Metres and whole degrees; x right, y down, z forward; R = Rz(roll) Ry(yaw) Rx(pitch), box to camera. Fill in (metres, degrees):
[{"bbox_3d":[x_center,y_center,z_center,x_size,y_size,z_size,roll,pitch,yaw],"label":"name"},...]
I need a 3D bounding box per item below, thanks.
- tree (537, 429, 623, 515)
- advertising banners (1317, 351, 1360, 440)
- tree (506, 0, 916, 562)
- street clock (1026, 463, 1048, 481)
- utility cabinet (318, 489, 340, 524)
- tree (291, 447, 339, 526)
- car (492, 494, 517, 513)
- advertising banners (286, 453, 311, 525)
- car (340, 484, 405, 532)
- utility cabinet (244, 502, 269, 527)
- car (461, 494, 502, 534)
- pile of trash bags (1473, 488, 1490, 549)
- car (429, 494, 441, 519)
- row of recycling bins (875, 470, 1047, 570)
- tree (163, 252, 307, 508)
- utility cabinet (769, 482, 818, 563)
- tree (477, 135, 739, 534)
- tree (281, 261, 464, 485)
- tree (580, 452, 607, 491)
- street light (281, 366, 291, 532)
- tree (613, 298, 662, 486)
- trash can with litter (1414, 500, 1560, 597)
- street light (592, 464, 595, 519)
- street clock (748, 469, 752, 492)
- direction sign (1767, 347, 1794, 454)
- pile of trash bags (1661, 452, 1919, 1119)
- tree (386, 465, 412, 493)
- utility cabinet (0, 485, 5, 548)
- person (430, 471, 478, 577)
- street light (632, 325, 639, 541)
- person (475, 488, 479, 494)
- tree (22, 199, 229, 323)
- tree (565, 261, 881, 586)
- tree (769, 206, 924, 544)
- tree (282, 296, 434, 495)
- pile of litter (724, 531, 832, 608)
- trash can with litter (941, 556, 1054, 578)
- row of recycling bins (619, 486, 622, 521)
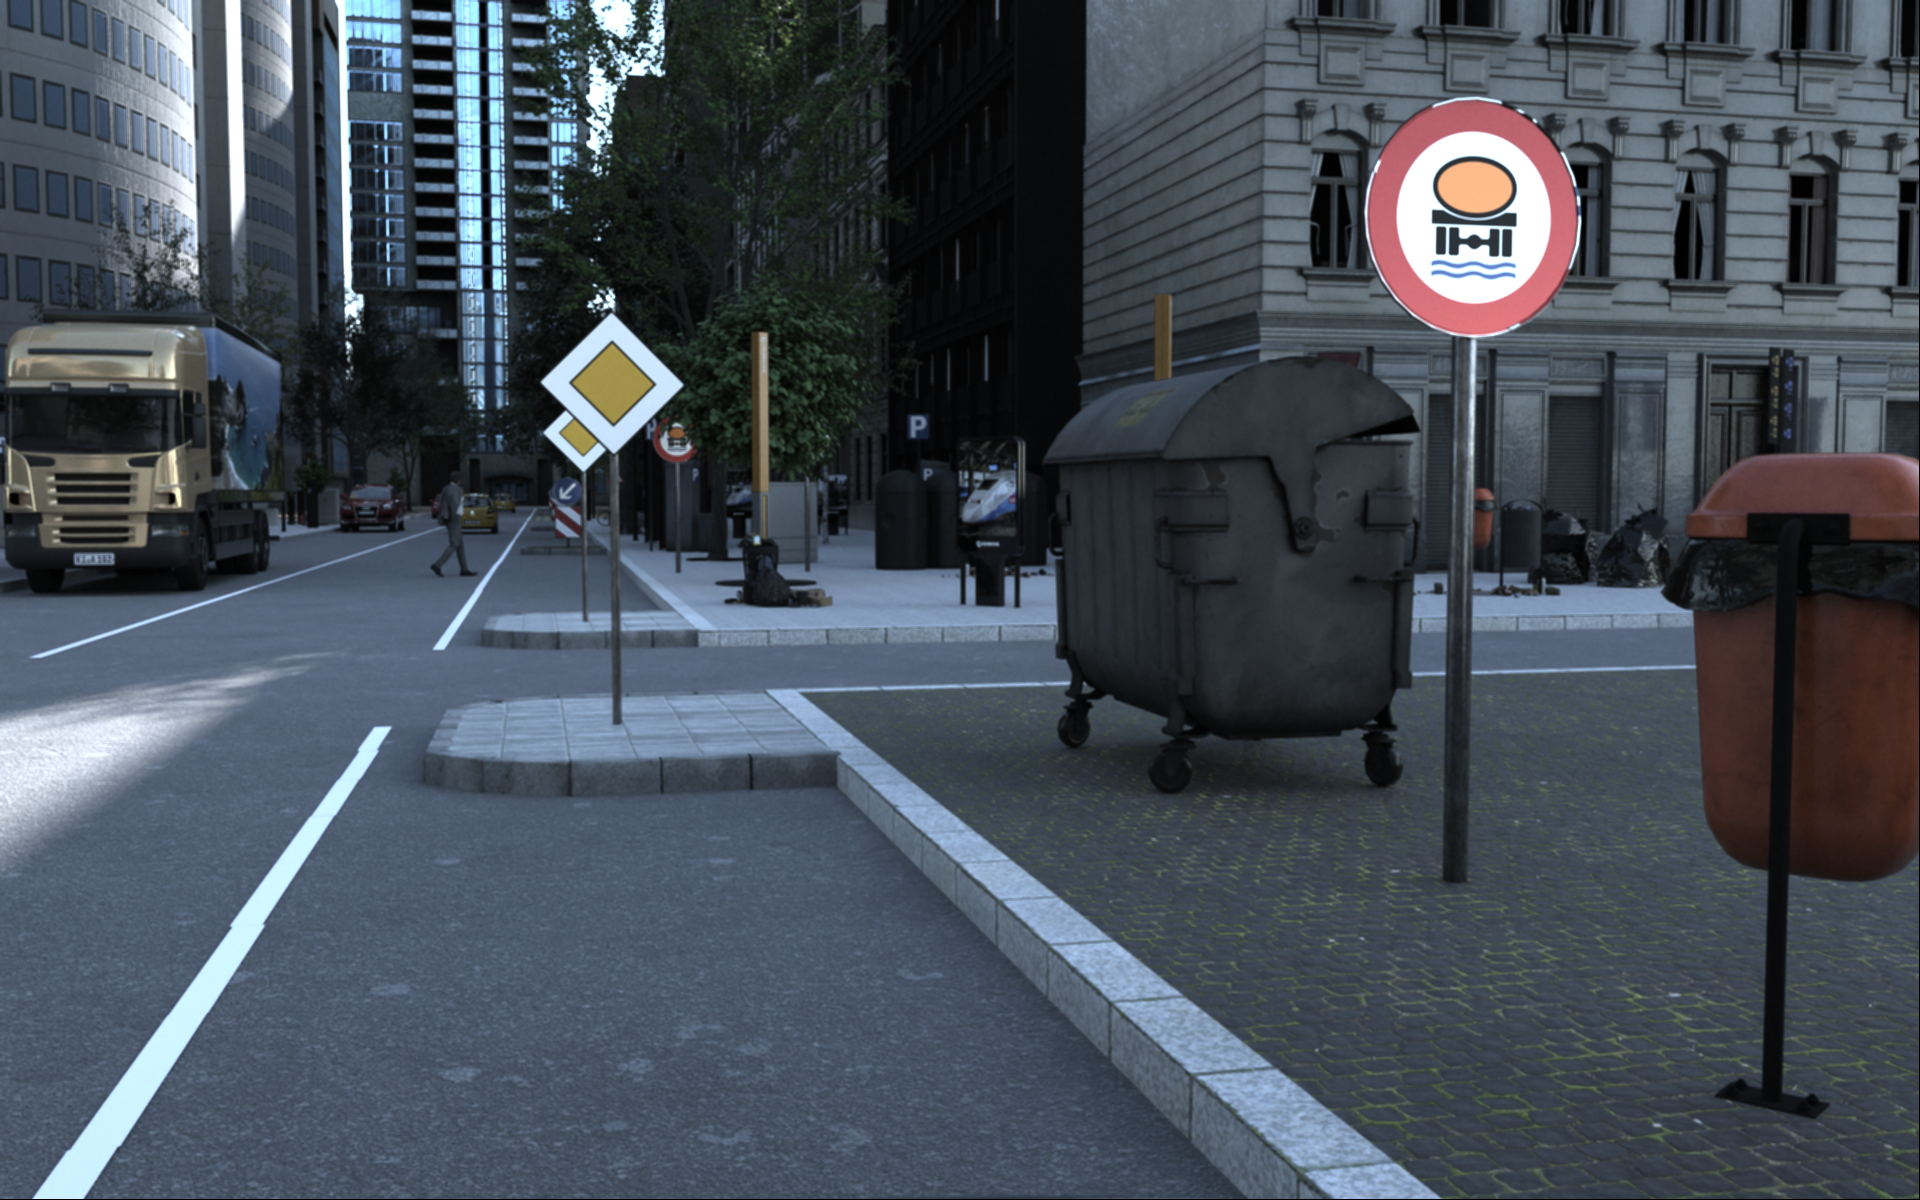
[{"bbox_3d":[-22.938,-11.623,108.169,7.486,12.596,7.792,0,3,0],"label":"tree"},{"bbox_3d":[3.887,-1.546,21.469,2.074,3.025,0.090,0,4,8],"label":"advertising banners"},{"bbox_3d":[-4.682,-6.552,32.877,9.928,11.665,9.643,0,3,0],"label":"tree"},{"bbox_3d":[1.800,-2.203,40.584,0.471,2.002,0.358,1,4,19],"label":"street clock"},{"bbox_3d":[-26.458,-3.888,72.247,1.173,1.500,0.318,1,4,16],"label":"utility cabinet"},{"bbox_3d":[-26.343,-4.646,70.563,1.663,3.219,1.824,0,3,0],"label":"tree"},{"bbox_3d":[-34.716,-7.431,131.728,2.015,1.641,3.980,-1,4,-13],"label":"car"},{"bbox_3d":[-27.917,-4.714,73.270,0.090,3.025,2.074,1,4,9],"label":"advertising banners"},{"bbox_3d":[-22.529,-3.539,66.538,2.281,1.827,5.304,-1,4,-13],"label":"car"},{"bbox_3d":[-23.868,-2.911,58.749,0.306,1.237,1.020,1,4,9],"label":"utility cabinet"},{"bbox_3d":[-17.832,-3.259,63.501,2.015,1.641,3.980,-1,4,-14],"label":"car"},{"bbox_3d":[8.758,-0.953,25.338,1.912,1.369,3.447,-3,5,-41],"label":"pile of trash bags"},{"bbox_3d":[-30.166,-5.690,102.077,2.155,1.783,4.494,-1,4,-15],"label":"car"},{"bbox_3d":[0.103,-1.421,30.345,3.534,1.692,1.069,-3,4,-38],"label":"row of recycling bins"},{"bbox_3d":[-21.686,-6.209,51.886,4.737,8.622,4.395,0,3,0],"label":"tree"},{"bbox_3d":[-3.202,-1.427,32.018,1.173,1.500,0.318,-3,5,-41],"label":"utility cabinet"},{"bbox_3d":[-10.535,-8.456,55.266,9.611,12.733,9.660,0,3,0],"label":"tree"},{"bbox_3d":[-31.635,-11.099,91.841,12.009,13.543,11.850,0,3,0],"label":"tree"},{"bbox_3d":[-34.425,-12.746,158.764,4.360,8.622,3.978,0,3,0],"label":"tree"},{"bbox_3d":[-23.115,-5.274,59.025,0.468,5.910,1.993,-1,4,-13],"label":"street light"},{"bbox_3d":[-11.862,-6.965,64.248,4.737,8.622,4.395,0,3,0],"label":"tree"},{"bbox_3d":[6.788,-0.685,22.250,2.233,1.210,1.678,0,4,-1],"label":"trash can with litter"},{"bbox_3d":[-19.187,-7.202,90.547,0.468,5.910,1.993,-1,4,-13],"label":"street light"},{"bbox_3d":[-4.802,-2.247,41.312,0.471,2.002,0.358,-2,4,-35],"label":"street clock"},{"bbox_3d":[12.782,-2.143,27.038,0.876,3.537,0.379,-3,5,-43],"label":"direction sign"},{"bbox_3d":[2.927,0.421,2.870,3.447,1.369,1.912,3,5,41],"label":"pile of trash bags"},{"bbox_3d":[-36.539,-7.187,112.112,1.663,3.219,1.824,0,3,0],"label":"tree"},{"bbox_3d":[-22.331,-1.959,40.701,1.173,1.500,0.318,2,4,27],"label":"utility cabinet"},{"bbox_3d":[-8.778,-1.312,30.045,0.850,1.850,0.679,-2,4,-33],"label":"person"},{"bbox_3d":[-8.933,-4.570,47.514,0.468,5.910,1.993,-1,4,-13],"label":"street light"},{"bbox_3d":[-32.519,-6.618,116.788,0.705,1.814,1.350,1,4,9],"label":"person"},{"bbox_3d":[-20.229,-5.643,42.629,4.360,8.622,3.978,0,3,0],"label":"tree"},{"bbox_3d":[-2.680,-2.497,24.542,4.285,4.588,4.351,0,3,0],"label":"tree"},{"bbox_3d":[-3.276,-5.756,44.478,4.737,8.622,4.395,0,3,0],"label":"tree"},{"bbox_3d":[-28.316,-8.968,81.047,7.601,10.594,8.767,-2,4,-33],"label":"tree"},{"bbox_3d":[-2.133,-0.385,20.253,1.176,0.858,1.719,-1,4,-19],"label":"pile of litter"},{"bbox_3d":[0.896,-0.979,27.072,2.233,1.210,1.678,0,4,8],"label":"trash can with litter"},{"bbox_3d":[-14.925,-4.452,79.899,1.069,1.692,3.534,1,4,13],"label":"row of recycling bins"}]
